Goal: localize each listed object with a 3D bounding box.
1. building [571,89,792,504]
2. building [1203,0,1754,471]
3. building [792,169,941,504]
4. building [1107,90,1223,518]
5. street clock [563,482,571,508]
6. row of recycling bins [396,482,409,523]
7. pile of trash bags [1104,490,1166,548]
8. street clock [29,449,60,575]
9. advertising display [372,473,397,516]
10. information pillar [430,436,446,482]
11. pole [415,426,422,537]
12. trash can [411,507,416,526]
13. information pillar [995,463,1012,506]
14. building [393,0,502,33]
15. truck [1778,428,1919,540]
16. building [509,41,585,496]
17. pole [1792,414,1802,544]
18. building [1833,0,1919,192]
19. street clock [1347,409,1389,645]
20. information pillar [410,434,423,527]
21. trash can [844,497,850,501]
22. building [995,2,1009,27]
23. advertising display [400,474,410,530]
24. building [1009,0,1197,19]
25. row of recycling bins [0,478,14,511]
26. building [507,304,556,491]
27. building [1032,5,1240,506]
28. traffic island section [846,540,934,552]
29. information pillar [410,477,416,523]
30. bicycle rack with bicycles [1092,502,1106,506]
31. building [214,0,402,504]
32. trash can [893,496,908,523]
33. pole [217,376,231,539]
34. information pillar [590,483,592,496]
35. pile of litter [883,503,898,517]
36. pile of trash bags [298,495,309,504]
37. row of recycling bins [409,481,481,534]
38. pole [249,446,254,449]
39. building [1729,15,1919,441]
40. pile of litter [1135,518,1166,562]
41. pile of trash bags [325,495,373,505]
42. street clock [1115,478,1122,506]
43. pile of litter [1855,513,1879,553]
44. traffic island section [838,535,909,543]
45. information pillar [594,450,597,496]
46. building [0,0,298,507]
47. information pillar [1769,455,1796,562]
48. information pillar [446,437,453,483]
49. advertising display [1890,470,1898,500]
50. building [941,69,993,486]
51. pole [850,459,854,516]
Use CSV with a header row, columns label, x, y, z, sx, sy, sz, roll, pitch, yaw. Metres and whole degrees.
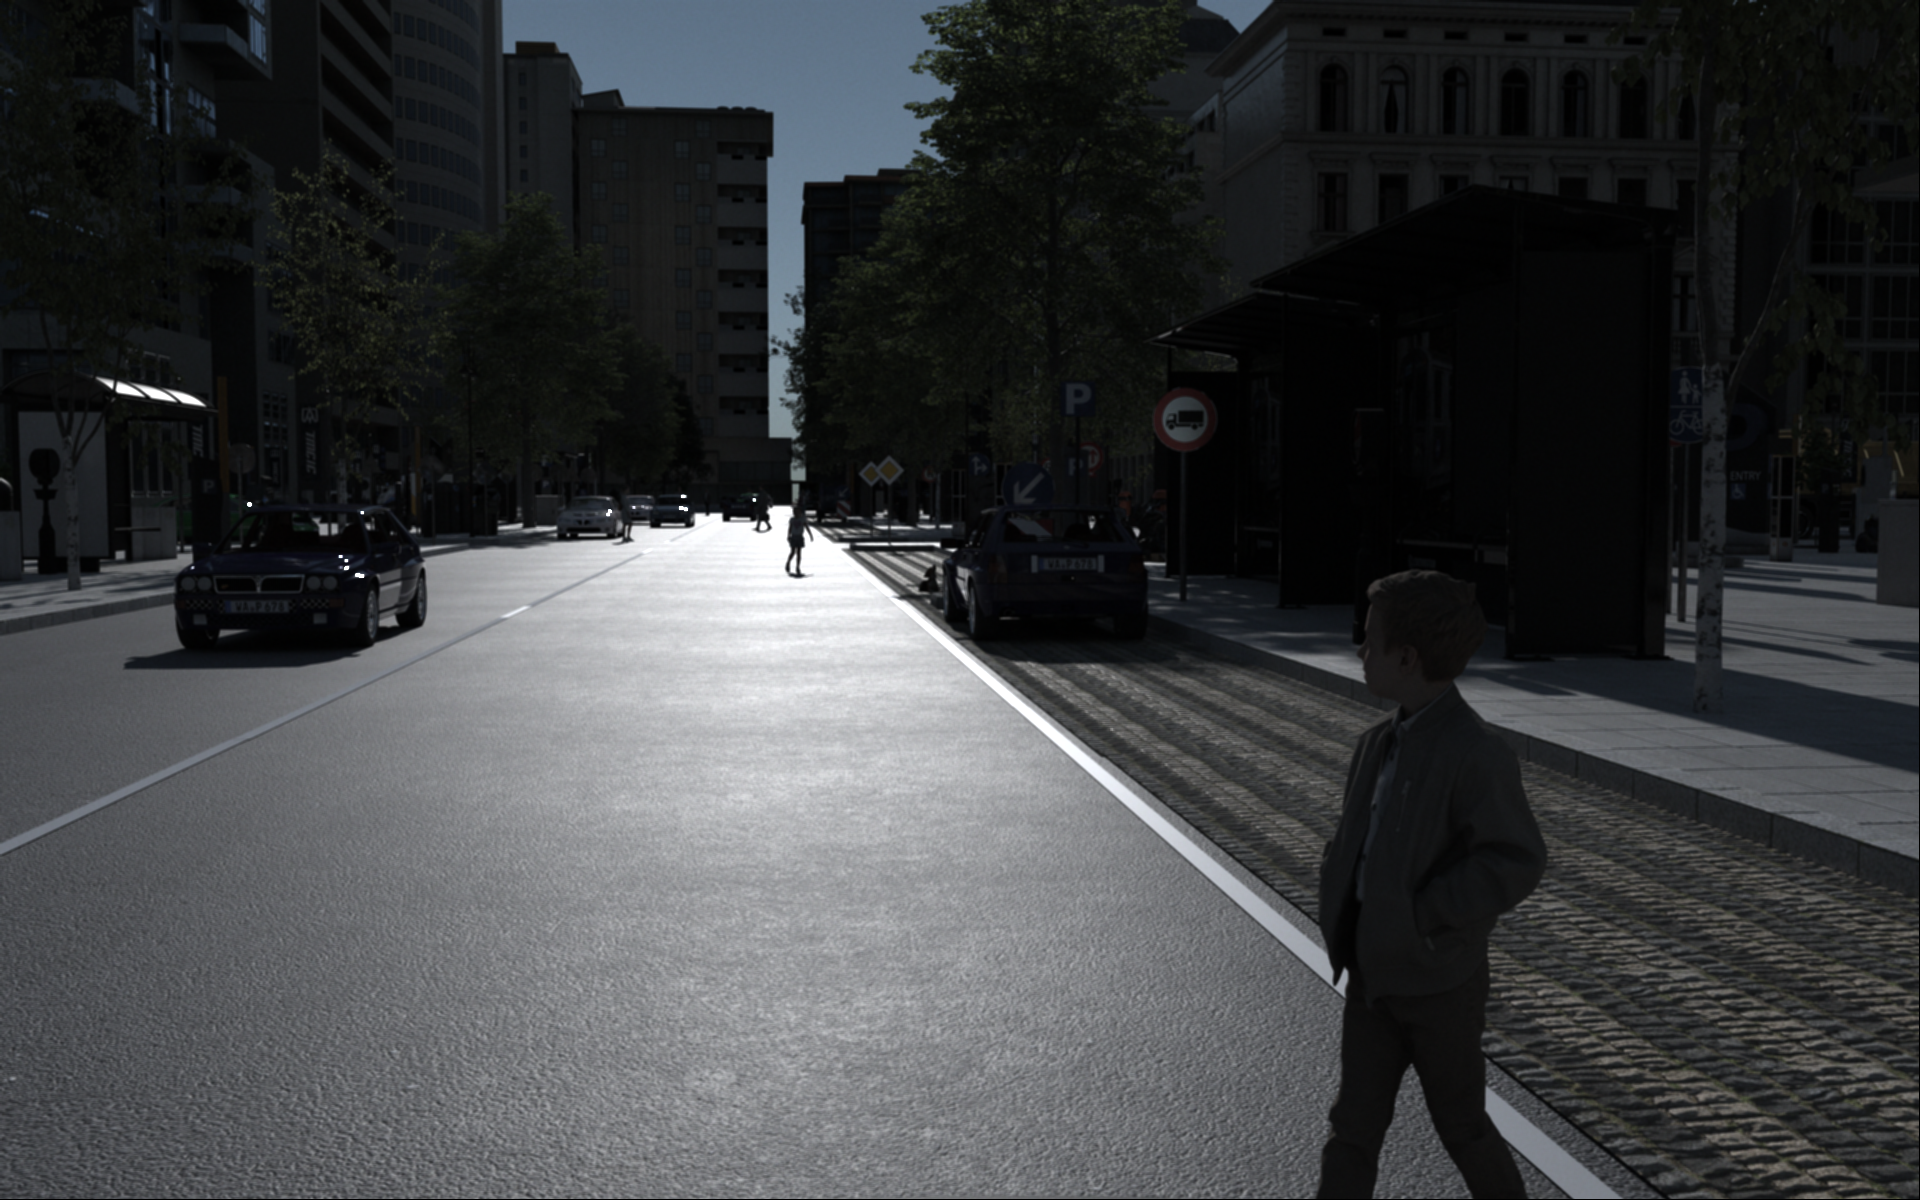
label,x,y,z,sx,sy,sz,roll,pitch,yaw
building,-36.843,-39.500,235.065,27.495,52.752,28.713,0,4,-6
building,21.314,-14.940,73.143,19.941,23.489,11.050,0,4,-6
building,-8.573,-35.559,236.009,28.867,44.769,22.147,0,4,-6
building,14.441,-14.450,91.003,10.420,20.320,16.860,0,4,-6
street clock,-17.743,-4.509,78.298,0.358,2.002,0.471,-2,4,-33
row of recycling bins,-20.328,-3.365,62.130,1.069,1.692,3.534,-2,4,-26
pile of trash bags,3.950,-1.683,37.273,1.912,1.369,3.447,1,4,22
street clock,-14.591,-1.412,27.652,0.358,2.002,0.471,0,4,5
advertising display,-17.494,-2.902,52.665,0.123,1.923,0.974,1,4,20
information pillar,-21.287,-4.834,70.397,0.504,3.616,0.183,0,4,4
pole,-16.236,-3.552,51.919,0.158,3.312,0.155,0,3,0
trash can,-22.075,-3.571,70.047,0.748,1.137,0.748,0,3,0
information pillar,1.040,-2.245,41.197,0.304,2.012,0.304,2,4,33
building,-48.681,-36.345,136.237,21.231,58.520,28.212,0,4,-6
truck,26.275,-3.416,51.773,9.791,3.379,3.469,0,4,-8
building,-64.160,-41.985,228.458,28.212,58.520,21.231,0,4,-6
pole,21.365,-3.085,44.278,0.158,3.312,0.155,0,3,0
building,30.399,-26.263,18.647,28.713,52.752,27.495,0,4,-6
street clock,3.474,-0.624,14.765,0.358,2.002,0.471,0,4,2
information pillar,-21.183,-4.663,67.589,0.504,3.616,0.183,1,4,15
trash can,-8.117,-6.822,123.188,0.748,1.137,0.748,0,3,0
building,16.135,-48.843,236.829,20.611,71.187,20.563,0,4,-6
advertising display,-17.833,-3.086,55.673,0.123,1.923,0.974,-2,4,-26
building,10.670,-27.912,139.954,14.154,41.232,14.086,0,4,-6
row of recycling bins,-22.175,-2.052,40.661,3.534,1.692,1.069,0,4,-5
building,-56.308,-19.928,170.869,28.899,21.520,27.650,0,4,-6
building,12.455,-20.602,114.335,11.434,29.767,29.804,0,4,-6
traffic island section,-1.785,-1.348,44.326,2.009,0.180,2.903,0,4,-6
information pillar,-23.646,-4.323,75.177,0.304,2.012,0.304,3,5,41
bicycle rack with bicycles,5.870,-4.121,80.763,2.925,0.926,2.852,1,4,9
building,-48.857,-29.714,109.525,21.300,48.544,21.600,0,4,-6
trash can,-2.461,-4.030,77.546,0.748,1.137,0.748,0,3,0
pole,-12.793,-2.219,30.117,0.158,3.312,0.155,0,3,0
information pillar,-20.186,-5.481,94.107,0.304,2.012,0.304,1,4,12
pile of litter,-3.626,-4.933,94.620,1.176,0.858,1.719,0,4,-2
pile of trash bags,-37.360,-5.324,96.793,1.912,1.369,3.447,-2,4,-26
row of recycling bins,-16.623,-3.043,56.860,1.069,1.692,3.534,1,4,11
pole,-30.300,-4.912,74.152,0.158,3.312,0.155,0,3,0
building,46.221,-15.819,77.706,30.058,24.678,14.314,0,4,-6
pile of litter,3.966,-1.161,32.952,1.719,0.858,1.176,1,4,18
pile of trash bags,-26.710,-4.092,76.663,3.447,1.369,1.912,2,4,30
street clock,7.178,-4.515,78.389,0.358,2.002,0.471,-1,4,-8
pile of litter,20.358,-1.471,38.021,1.719,0.858,1.176,-2,4,-29
traffic island section,-2.649,-1.834,52.264,2.009,0.180,2.903,0,4,-6
information pillar,-19.451,-6.181,92.417,0.183,3.616,0.504,0,4,-6
building,-43.178,-46.598,74.544,22.319,86.520,31.000,0,4,-6
information pillar,15.604,-1.735,32.864,0.304,2.012,0.304,0,4,-2
information pillar,-21.111,-4.893,71.363,0.183,3.616,0.504,3,5,40
advertising display,24.772,-2.514,46.325,0.974,1.923,0.123,-3,4,-36
building,10.804,-31.884,175.927,22.147,44.769,28.867,0,4,-6
pole,-6.345,-6.615,101.994,0.158,3.312,0.155,0,3,0
